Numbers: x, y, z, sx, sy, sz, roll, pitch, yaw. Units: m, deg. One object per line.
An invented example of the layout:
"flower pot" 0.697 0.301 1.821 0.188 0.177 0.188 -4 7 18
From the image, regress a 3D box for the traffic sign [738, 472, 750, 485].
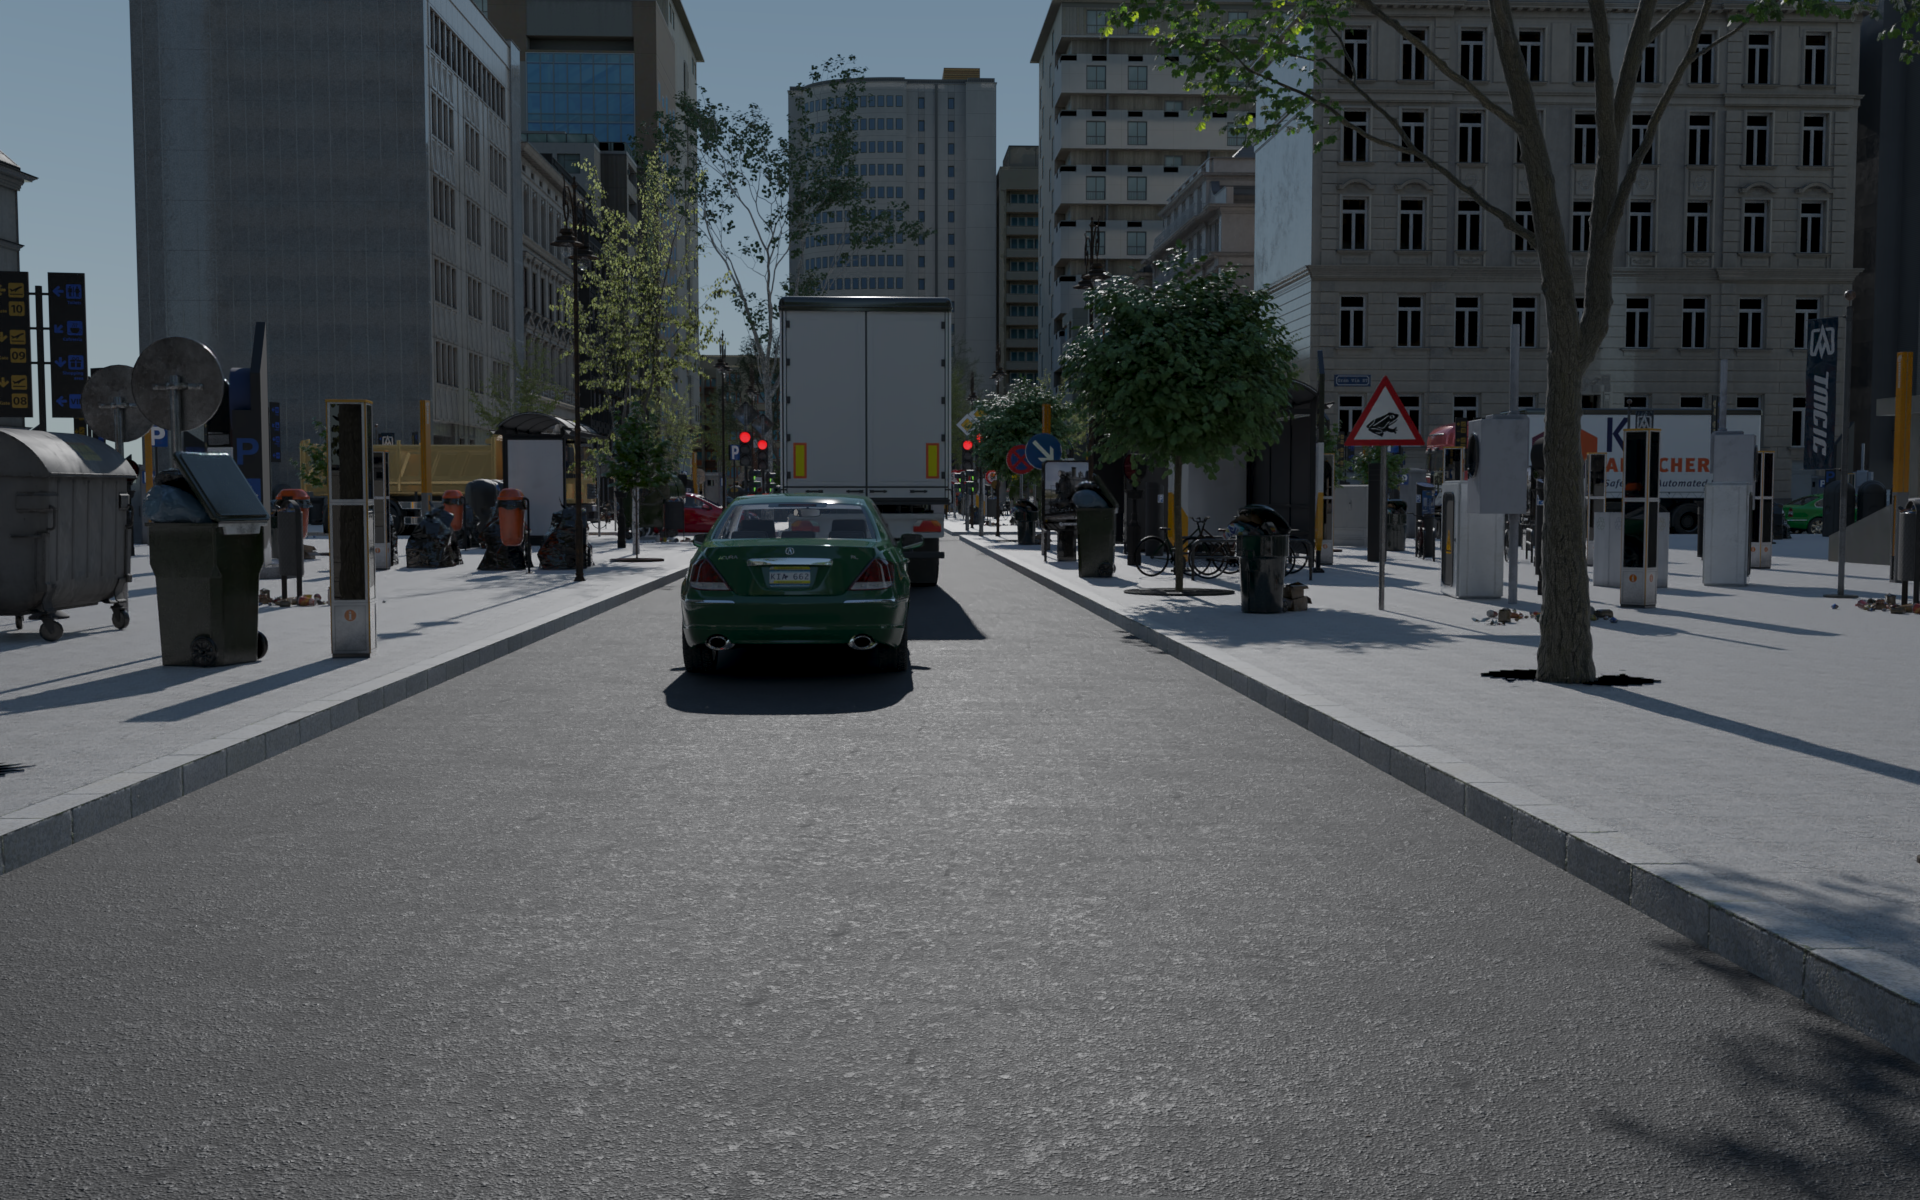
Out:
"traffic sign" -12.455 -6.109 99.991 0.768 2.556 0.104 0 4 -1

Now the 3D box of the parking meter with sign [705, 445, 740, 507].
"parking meter with sign" -8.672 -3.993 61.552 1.738 3.016 0.543 2 4 30

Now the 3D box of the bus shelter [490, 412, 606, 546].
"bus shelter" -10.687 -3.148 45.389 2.014 3.302 5.546 0 4 -3

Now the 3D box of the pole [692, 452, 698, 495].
"pole" -12.928 -5.540 84.420 0.158 3.312 0.155 0 3 0

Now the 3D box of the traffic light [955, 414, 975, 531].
"traffic light" 0.234 -4.379 60.511 0.839 4.253 0.868 0 4 -3

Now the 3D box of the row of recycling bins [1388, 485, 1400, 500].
"row of recycling bins" 16.560 -3.321 61.413 3.534 1.692 1.069 -1 4 -10

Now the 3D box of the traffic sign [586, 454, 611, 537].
"traffic sign" -10.840 -3.173 51.986 0.768 2.556 0.104 0 4 -2

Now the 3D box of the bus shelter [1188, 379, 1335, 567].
"bus shelter" 5.318 -2.368 32.644 2.014 3.302 5.546 0 4 -3

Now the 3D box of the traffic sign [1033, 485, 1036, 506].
"traffic sign" 2.218 -3.142 51.484 0.768 2.556 0.104 0 4 5

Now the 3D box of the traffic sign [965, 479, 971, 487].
"traffic sign" 0.625 -8.070 132.048 0.768 2.556 0.104 0 4 3

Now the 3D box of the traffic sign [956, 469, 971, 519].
"traffic sign" 0.178 -5.356 87.673 0.768 2.556 0.104 0 4 3

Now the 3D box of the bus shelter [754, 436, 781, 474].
"bus shelter" -12.126 -8.157 111.003 2.179 5.291 8.768 0 4 -3

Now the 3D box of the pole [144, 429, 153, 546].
"pole" -20.162 -3.011 43.068 0.158 3.312 0.155 0 3 0

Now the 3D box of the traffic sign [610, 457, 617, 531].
"traffic sign" -11.871 -3.639 59.610 0.768 2.556 0.104 0 4 -2

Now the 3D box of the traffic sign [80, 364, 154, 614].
"traffic sign" -8.263 -1.036 17.051 0.768 2.556 0.104 0 4 -1

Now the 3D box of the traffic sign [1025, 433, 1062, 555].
"traffic sign" 1.742 -2.208 36.203 0.768 2.556 0.104 0 4 1

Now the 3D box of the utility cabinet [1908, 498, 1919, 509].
"utility cabinet" 56.216 -5.539 101.721 0.306 1.237 1.020 -1 4 -22

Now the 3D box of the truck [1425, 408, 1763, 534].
"truck" 20.634 -4.214 57.819 11.283 4.237 2.839 0 4 -2

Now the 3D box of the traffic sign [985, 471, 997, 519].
"traffic sign" 1.706 -5.493 89.919 0.768 2.556 0.104 0 4 2

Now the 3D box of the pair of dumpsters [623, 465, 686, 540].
"pair of dumpsters" -8.993 -2.940 50.557 1.574 2.255 4.437 0 4 -3

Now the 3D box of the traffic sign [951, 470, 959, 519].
"traffic sign" -0.264 -5.540 90.692 0.768 2.556 0.104 0 4 5

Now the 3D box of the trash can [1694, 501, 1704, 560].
"trash can" 14.597 -1.337 33.506 0.748 1.137 0.748 0 3 0

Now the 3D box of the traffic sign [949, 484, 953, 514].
"traffic sign" -0.663 -6.836 111.871 0.768 2.556 0.104 0 4 0

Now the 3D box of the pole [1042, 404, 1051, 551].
"pole" 1.960 -2.781 39.318 0.158 3.312 0.155 0 3 0

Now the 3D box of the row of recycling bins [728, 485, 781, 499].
"row of recycling bins" -9.518 -4.555 81.582 3.534 1.692 1.069 2 4 35

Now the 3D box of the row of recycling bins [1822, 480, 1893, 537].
"row of recycling bins" 27.660 -2.721 51.596 3.534 1.692 1.069 1 4 10

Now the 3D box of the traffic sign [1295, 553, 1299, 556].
"traffic sign" 6.822 -2.131 34.942 0.768 2.556 0.104 0 4 -2

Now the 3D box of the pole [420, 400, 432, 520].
"pole" -11.613 -2.682 37.686 0.158 3.312 0.155 0 3 0

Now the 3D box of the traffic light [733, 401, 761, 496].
"traffic light" -6.427 -3.869 52.175 0.839 4.253 0.868 0 4 -3

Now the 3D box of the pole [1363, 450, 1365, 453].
"pole" 14.270 -4.107 60.990 0.158 3.312 0.155 0 3 0

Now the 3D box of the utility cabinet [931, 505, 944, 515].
"utility cabinet" -1.358 -5.471 100.614 0.306 1.237 1.020 3 5 41

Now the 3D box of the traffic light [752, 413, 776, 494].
"traffic light" -6.818 -4.357 60.150 0.839 4.253 0.868 0 4 -3

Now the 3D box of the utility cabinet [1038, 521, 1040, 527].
"utility cabinet" 3.368 -3.418 67.053 1.020 1.237 0.306 1 4 9

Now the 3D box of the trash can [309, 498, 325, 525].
"trash can" -26.510 -3.650 71.334 0.748 1.137 0.748 0 3 0

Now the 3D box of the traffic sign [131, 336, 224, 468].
"traffic sign" -6.332 -0.851 14.020 0.768 2.556 0.104 0 4 3

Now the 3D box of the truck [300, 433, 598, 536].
"truck" -15.846 -3.652 55.640 9.791 3.379 3.469 0 4 -1

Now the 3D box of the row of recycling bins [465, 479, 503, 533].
"row of recycling bins" -13.298 -2.569 49.114 1.069 1.692 3.534 0 4 -2

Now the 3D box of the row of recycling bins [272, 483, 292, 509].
"row of recycling bins" -27.533 -3.657 66.904 3.534 1.692 1.069 0 4 -3

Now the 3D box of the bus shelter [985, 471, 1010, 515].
"bus shelter" 2.429 -6.958 107.686 2.014 3.302 5.546 0 4 -3

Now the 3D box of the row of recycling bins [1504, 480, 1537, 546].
"row of recycling bins" 14.435 -2.264 44.130 1.069 1.692 3.534 2 4 25

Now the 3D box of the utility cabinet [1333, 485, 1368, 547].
"utility cabinet" 9.400 -2.021 41.721 0.318 1.500 1.173 -3 5 -40

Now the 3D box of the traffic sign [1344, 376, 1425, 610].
"traffic sign" 4.665 -1.168 19.100 0.884 2.594 0.081 0 4 2

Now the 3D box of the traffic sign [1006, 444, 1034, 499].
"traffic sign" 1.574 -2.713 44.468 0.768 2.556 0.104 0 4 3

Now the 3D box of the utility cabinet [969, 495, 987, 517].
"utility cabinet" 0.997 -5.331 98.331 1.020 1.237 0.306 1 4 13

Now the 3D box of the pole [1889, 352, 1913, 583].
"pole" 13.568 -1.903 24.963 0.158 3.312 0.155 0 3 0

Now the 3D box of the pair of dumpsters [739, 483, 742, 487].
"pair of dumpsters" -14.195 -6.834 114.233 1.574 2.255 4.437 0 4 -3

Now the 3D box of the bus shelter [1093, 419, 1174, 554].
"bus shelter" 3.838 -2.971 39.857 1.731 3.624 6.357 0 4 -3

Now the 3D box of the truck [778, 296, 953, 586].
"truck" -1.741 -2.527 30.235 2.839 4.237 11.283 0 4 -4

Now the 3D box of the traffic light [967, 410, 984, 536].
"traffic light" 0.625 -3.891 52.535 0.839 4.253 0.868 0 4 -3

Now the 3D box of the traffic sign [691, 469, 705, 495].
"traffic sign" -13.110 -5.308 86.890 0.768 2.556 0.104 0 4 -1
